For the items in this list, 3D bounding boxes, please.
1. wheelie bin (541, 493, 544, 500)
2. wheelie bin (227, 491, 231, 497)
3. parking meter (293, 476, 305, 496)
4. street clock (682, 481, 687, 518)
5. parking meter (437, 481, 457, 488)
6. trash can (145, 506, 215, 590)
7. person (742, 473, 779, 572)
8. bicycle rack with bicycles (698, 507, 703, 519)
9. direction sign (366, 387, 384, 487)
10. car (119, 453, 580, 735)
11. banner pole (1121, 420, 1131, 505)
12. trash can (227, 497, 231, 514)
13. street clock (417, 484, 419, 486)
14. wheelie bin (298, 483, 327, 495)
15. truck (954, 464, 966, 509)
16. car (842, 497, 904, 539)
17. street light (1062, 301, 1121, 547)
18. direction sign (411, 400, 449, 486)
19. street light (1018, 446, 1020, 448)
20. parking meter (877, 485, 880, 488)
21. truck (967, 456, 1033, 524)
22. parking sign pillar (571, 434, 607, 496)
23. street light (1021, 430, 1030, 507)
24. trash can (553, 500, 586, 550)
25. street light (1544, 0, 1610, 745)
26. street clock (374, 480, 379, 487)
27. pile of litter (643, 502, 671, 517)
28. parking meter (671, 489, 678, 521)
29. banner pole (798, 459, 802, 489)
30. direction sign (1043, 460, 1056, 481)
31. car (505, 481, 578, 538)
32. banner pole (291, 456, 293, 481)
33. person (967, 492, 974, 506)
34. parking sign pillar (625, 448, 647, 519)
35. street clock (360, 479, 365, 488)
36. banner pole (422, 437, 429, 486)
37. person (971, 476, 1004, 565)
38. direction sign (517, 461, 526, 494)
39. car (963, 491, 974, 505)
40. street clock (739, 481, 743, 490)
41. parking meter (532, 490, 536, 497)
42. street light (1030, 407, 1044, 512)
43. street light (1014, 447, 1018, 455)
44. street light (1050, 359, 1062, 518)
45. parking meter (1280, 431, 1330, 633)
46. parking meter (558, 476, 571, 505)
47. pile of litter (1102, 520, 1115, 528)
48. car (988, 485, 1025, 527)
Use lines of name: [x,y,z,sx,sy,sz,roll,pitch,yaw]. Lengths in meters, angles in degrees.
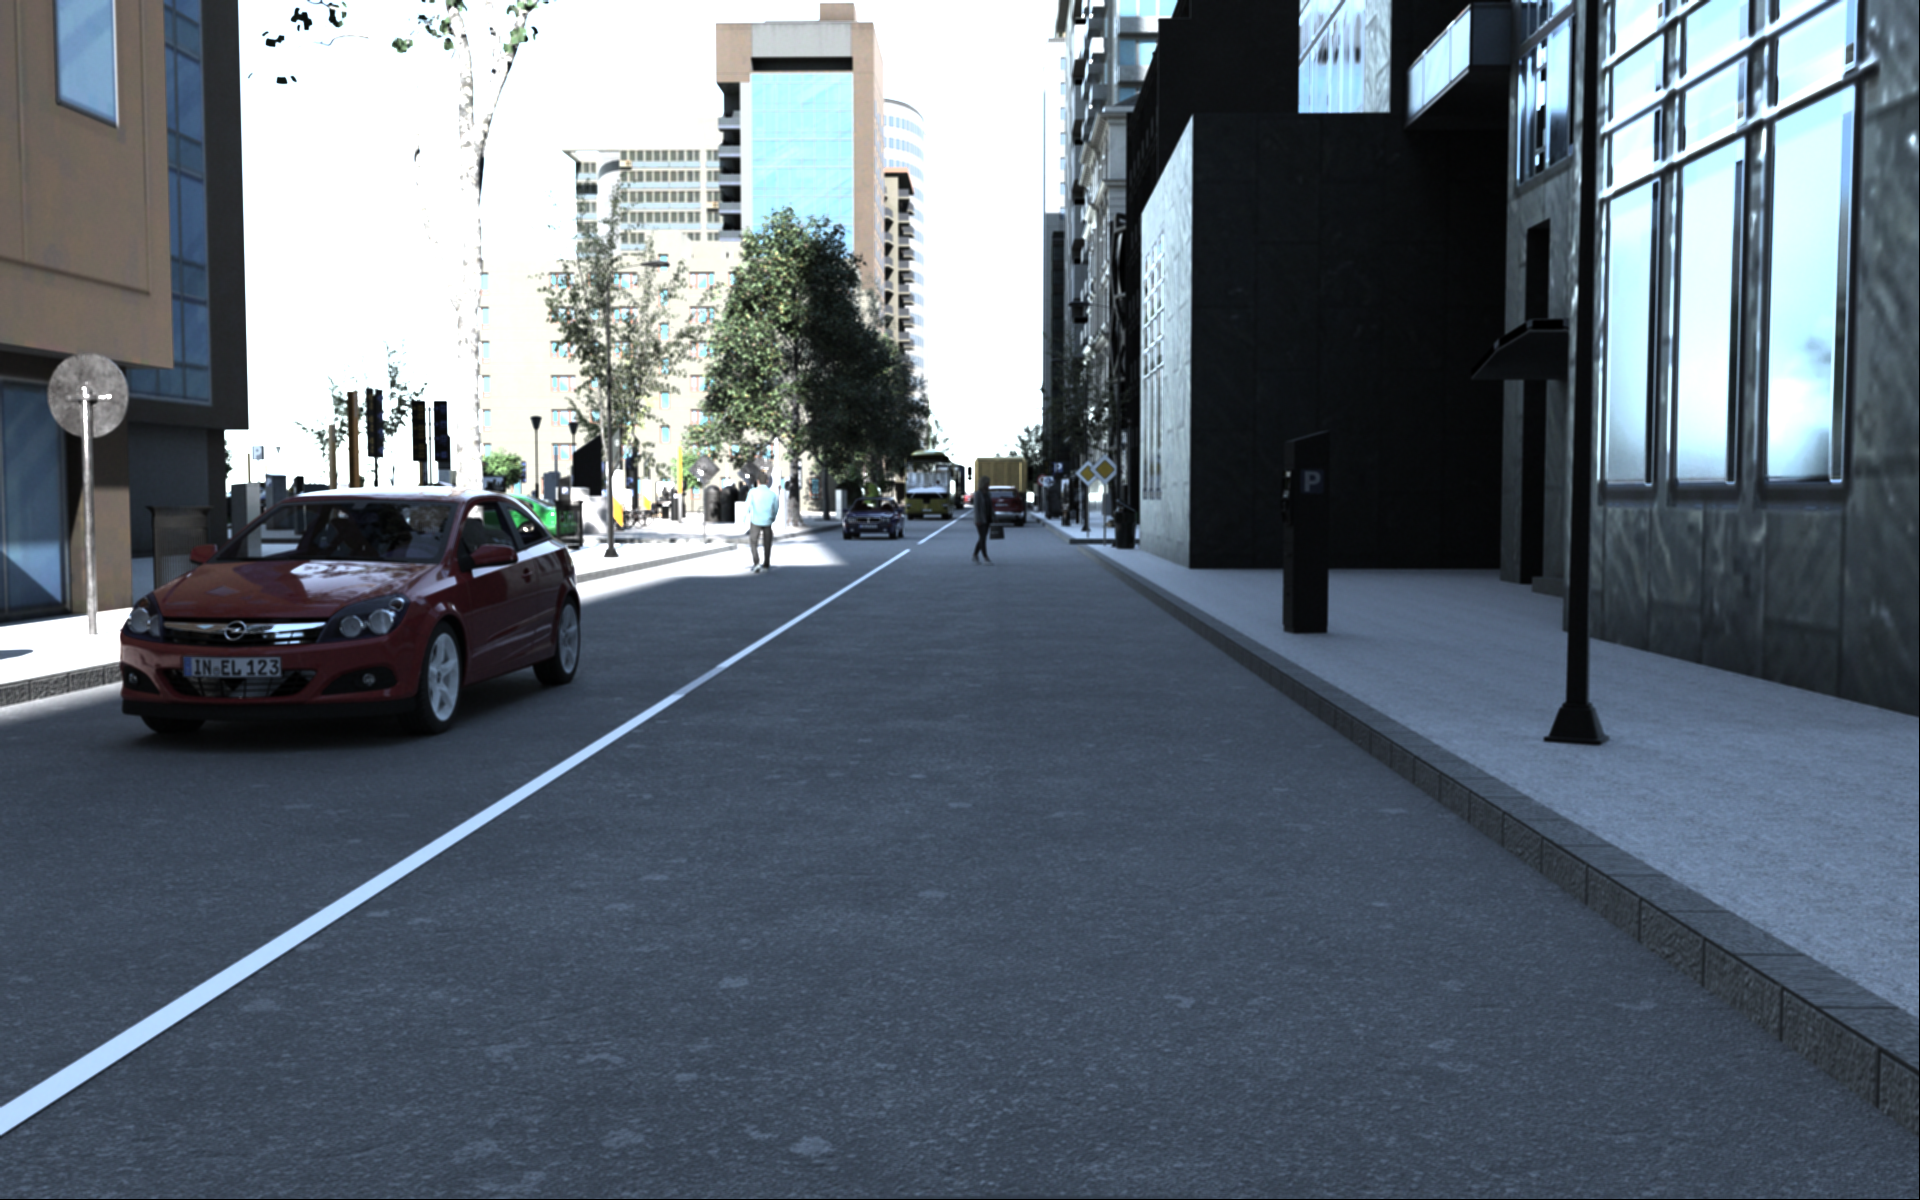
wheelie bin: [-29.250,-7.037,122.956,0.980,1.594,0.693,-1,4,-17]
wheelie bin: [-49.090,-6.662,116.826,0.693,1.594,0.980,-3,4,-37]
parking meter: [-20.874,-2.998,54.728,0.255,1.863,0.399,-3,4,-38]
street clock: [-14.850,-5.406,92.954,0.358,2.002,0.471,-3,5,-42]
parking meter: [-10.094,-1.572,34.116,0.372,1.533,0.369,0,3,0]
trash can: [-9.179,-0.536,20.417,0.748,1.137,0.748,0,3,0]
person: [-3.649,-1.421,31.755,0.660,1.820,0.620,-1,4,-19]
bicycle rack with bicycles: [-12.067,-4.580,88.267,2.852,0.926,2.925,-2,4,-35]
direction sign: [-12.573,-2.770,37.289,0.379,3.537,0.876,0,4,3]
car: [-3.902,-0.162,11.690,2.155,1.783,4.494,0,4,3]
banner pole: [5.632,-4.200,58.684,0.401,3.779,0.863,-1,4,-21]
trash can: [-32.168,-3.974,76.627,0.748,1.137,0.748,0,3,0]
street clock: [-36.981,-6.982,118.726,0.471,2.002,0.358,1,4,20]
wheelie bin: [-19.207,-2.667,51.506,0.980,1.594,0.693,-2,4,-26]
truck: [-0.973,-10.823,165.865,2.839,4.237,11.283,0,4,3]
car: [-2.776,-2.654,55.965,1.945,1.354,3.894,0,4,3]
street light: [3.293,-4.239,41.844,1.470,5.913,1.316,0,4,1]
direction sign: [-12.796,-3.051,41.876,0.876,3.537,0.379,0,4,0]
street light: [5.474,-9.976,135.644,1.470,5.913,1.316,0,4,1]
parking meter: [-5.119,-6.189,106.896,0.255,1.863,0.399,3,4,38]
truck: [2.040,-5.621,87.834,3.469,3.379,9.791,0,4,1]
parking sign pillar: [-16.706,-5.444,77.475,1.447,3.967,1.447,-2,4,-30]
street light: [5.327,-9.381,125.924,1.470,5.913,1.316,0,4,1]
trash can: [-9.065,-1.745,40.191,0.748,1.137,0.748,0,3,0]
street light: [2.673,-2.222,8.866,1.470,5.913,1.316,0,4,1]
street clock: [-29.536,-5.083,87.673,0.358,2.002,0.471,-1,4,-15]
pile of litter: [-16.896,-5.038,96.332,1.719,0.858,1.176,0,4,-6]
parking meter: [-13.674,-4.563,83.014,0.372,1.533,0.369,0,3,0]
banner pole: [-10.028,-7.158,107.050,0.401,3.779,0.863,2,4,34]
direction sign: [5.962,-7.550,115.439,0.876,3.537,0.379,-1,4,-22]
car: [-12.895,-2.361,47.391,4.718,1.807,1.959,0,4,1]
banner pole: [-43.764,-7.557,113.577,0.401,3.779,0.863,-2,4,-28]
person: [1.474,-12.645,215.954,1.217,1.735,0.721,1,4,11]
parking sign pillar: [-16.968,-6.184,89.576,1.447,3.967,1.447,0,4,-1]
street clock: [-27.442,-4.578,79.415,0.358,2.002,0.471,-1,4,-9]
banner pole: [-23.052,-5.198,75.000,0.401,3.779,0.863,1,4,16]
person: [0.517,-1.631,35.351,0.728,1.800,0.709,3,5,45]
direction sign: [-30.370,-7.807,119.634,0.876,3.537,0.379,1,4,15]
car: [1.369,-13.620,231.361,2.281,1.827,5.304,0,4,0]
street clock: [-12.369,-5.705,97.847,0.358,2.002,0.471,-1,4,-9]
parking meter: [-27.883,-6.432,113.568,0.372,1.533,0.369,0,3,0]
street light: [4.650,-7.358,92.837,1.470,5.913,1.316,0,4,1]
street light: [6.203,-11.998,168.715,1.470,5.913,1.316,0,4,1]
street light: [3.810,-5.332,59.719,1.470,5.913,1.316,0,4,1]
parking meter: [3.191,-0.631,16.031,0.399,1.863,0.255,-1,4,-10]
parking meter: [-12.634,-3.034,55.311,0.399,1.863,0.255,-1,4,-17]
pile of litter: [6.145,-3.247,67.053,1.719,0.858,1.176,-2,4,-35]
car: [1.784,-4.221,77.683,2.281,1.827,5.304,0,4,0]
